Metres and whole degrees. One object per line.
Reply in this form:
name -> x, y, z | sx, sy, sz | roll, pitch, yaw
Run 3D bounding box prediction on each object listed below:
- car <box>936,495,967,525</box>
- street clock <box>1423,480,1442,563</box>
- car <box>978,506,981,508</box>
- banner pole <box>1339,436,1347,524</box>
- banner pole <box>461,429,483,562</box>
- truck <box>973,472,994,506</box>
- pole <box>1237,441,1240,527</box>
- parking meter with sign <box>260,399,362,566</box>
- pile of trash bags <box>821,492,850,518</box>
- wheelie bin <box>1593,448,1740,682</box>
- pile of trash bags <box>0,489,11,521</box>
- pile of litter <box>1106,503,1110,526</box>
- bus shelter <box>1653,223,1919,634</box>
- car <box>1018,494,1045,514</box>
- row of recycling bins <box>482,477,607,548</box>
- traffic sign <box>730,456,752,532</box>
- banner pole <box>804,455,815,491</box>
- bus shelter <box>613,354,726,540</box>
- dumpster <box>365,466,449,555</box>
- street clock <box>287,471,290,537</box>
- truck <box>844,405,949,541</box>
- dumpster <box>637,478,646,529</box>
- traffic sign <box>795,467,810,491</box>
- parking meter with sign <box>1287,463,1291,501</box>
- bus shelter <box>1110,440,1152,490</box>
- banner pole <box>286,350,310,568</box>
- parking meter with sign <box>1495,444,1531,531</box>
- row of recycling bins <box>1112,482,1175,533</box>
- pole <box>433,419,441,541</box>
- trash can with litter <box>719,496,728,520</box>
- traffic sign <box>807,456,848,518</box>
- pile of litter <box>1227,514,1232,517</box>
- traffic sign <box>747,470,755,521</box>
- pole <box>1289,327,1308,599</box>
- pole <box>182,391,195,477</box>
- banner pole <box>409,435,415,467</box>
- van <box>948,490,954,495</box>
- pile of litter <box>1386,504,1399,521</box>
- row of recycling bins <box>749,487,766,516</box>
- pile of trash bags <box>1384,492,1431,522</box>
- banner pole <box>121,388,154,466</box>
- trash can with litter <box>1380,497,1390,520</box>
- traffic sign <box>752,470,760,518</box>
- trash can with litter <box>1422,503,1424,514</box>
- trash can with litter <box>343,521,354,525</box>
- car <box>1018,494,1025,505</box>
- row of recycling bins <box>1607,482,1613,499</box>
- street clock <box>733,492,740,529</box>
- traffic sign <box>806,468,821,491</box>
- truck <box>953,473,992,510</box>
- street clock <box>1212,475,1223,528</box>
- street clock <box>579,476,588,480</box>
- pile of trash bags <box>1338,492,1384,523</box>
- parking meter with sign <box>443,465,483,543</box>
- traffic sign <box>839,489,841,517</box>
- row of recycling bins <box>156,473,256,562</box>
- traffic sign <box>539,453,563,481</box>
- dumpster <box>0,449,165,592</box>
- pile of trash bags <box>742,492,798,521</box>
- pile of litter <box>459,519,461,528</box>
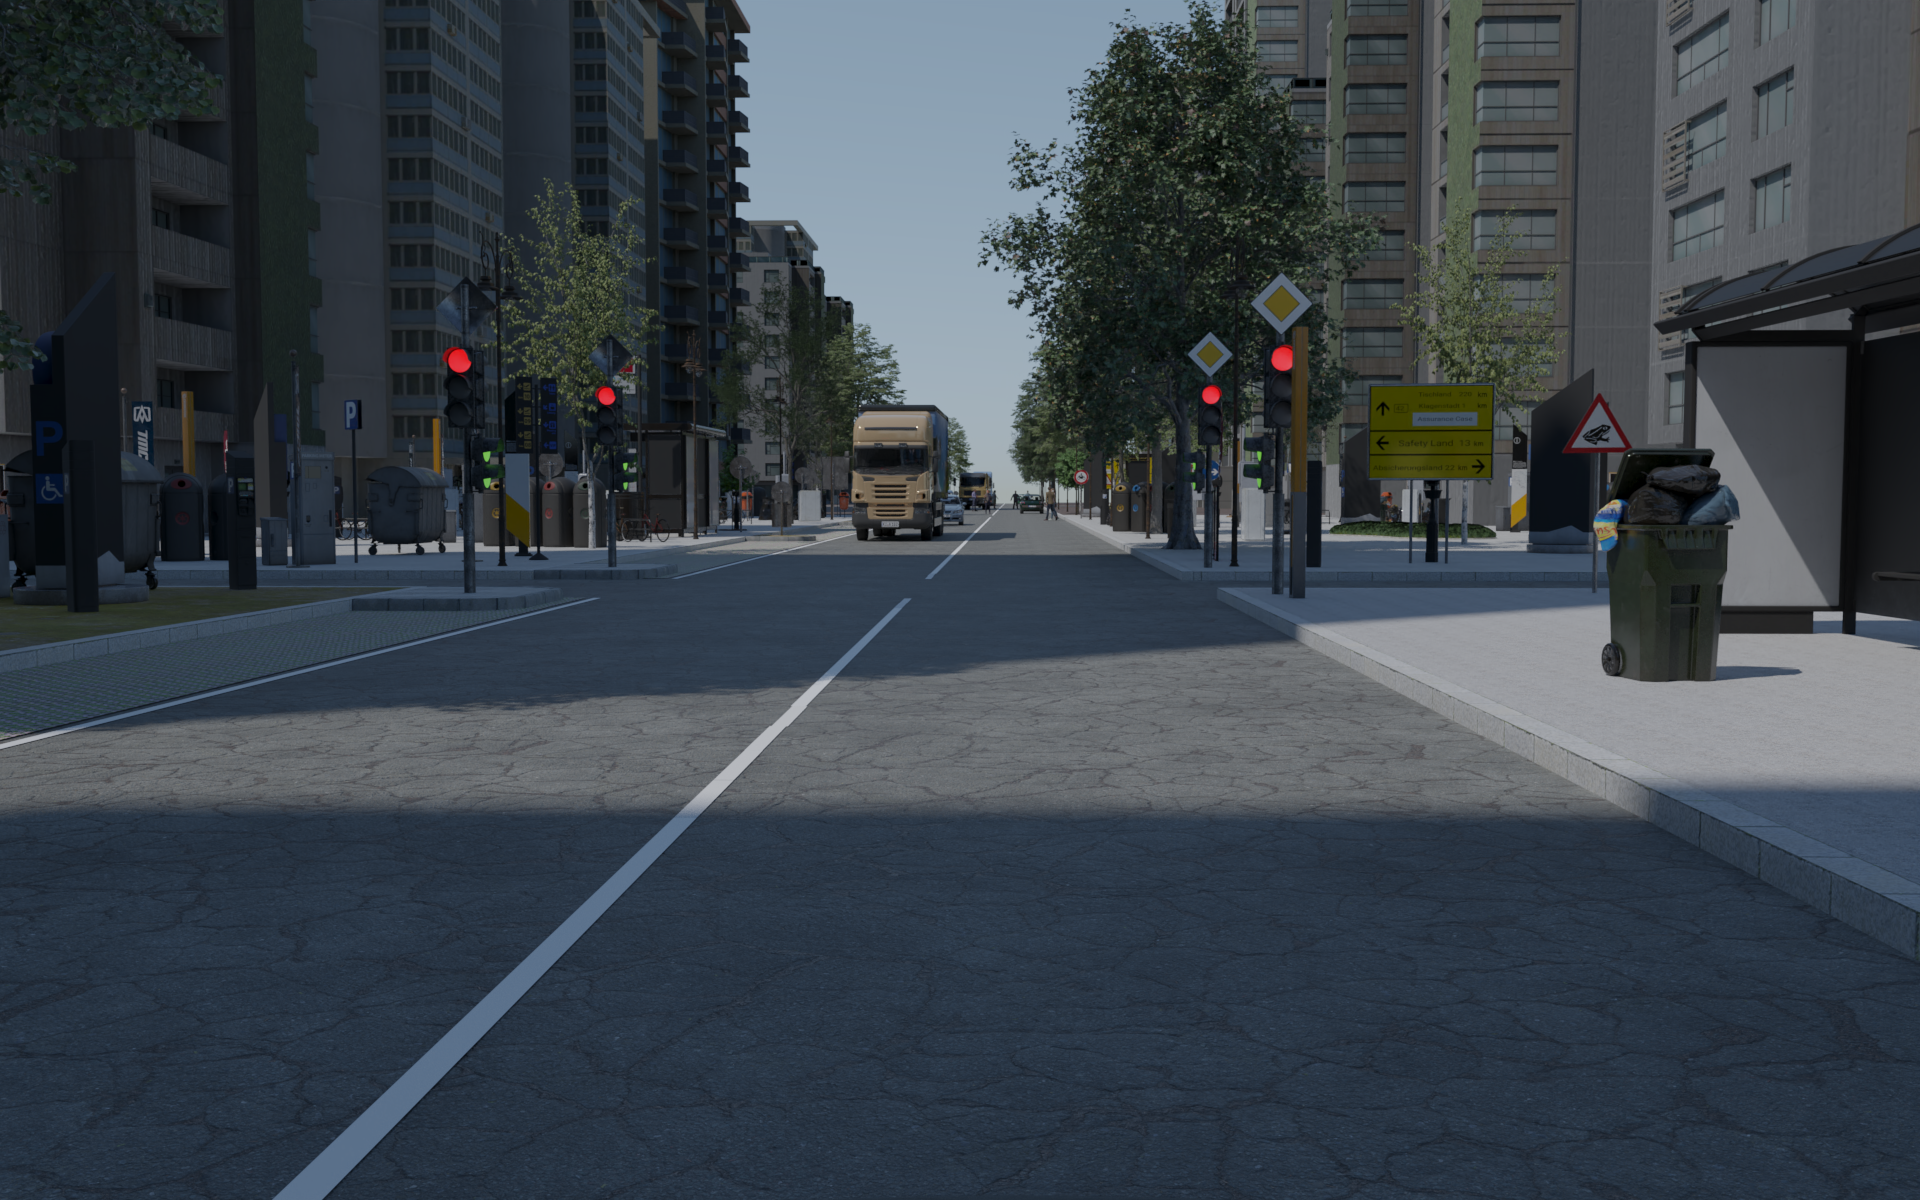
car -> -0.690, -4.194, 80.575 | 2.014, 1.417, 4.499 | 0, 4, 0
street clock -> 8.872, -1.710, 32.521 | 0.471, 2.002, 0.358 | 2, 4, 35
car -> 1.325, -10.454, 181.142 | 2.015, 1.641, 3.980 | 0, 4, 3
banner pole -> 16.351, -5.139, 74.039 | 0.401, 3.779, 0.863 | 2, 4, 34
banner pole -> -9.255, -2.628, 32.982 | 0.401, 3.779, 0.863 | 0, 4, -1
truck -> 2.969, -13.613, 212.329 | 2.967, 4.110, 18.799 | 0, 4, 3
pole -> 10.715, -4.473, 66.979 | 0.158, 3.312, 0.155 | 0, 3, 0
parking meter with sign -> -11.826, -2.159, 31.560 | 1.738, 3.016, 0.543 | -3, 5, -44
pile of trash bags -> -7.563, -5.041, 92.179 | 3.447, 1.369, 1.912 | 0, 4, 2
wheelie bin -> 4.931, -0.251, 12.016 | 0.980, 1.594, 0.693 | 0, 4, -6
pile of trash bags -> -19.185, -1.455, 33.550 | 3.447, 1.369, 1.912 | 2, 4, 27
pile of litter -> 6.551, -3.472, 70.740 | 1.176, 0.858, 1.719 | 2, 4, 31
bus shelter -> 7.343, -1.187, 13.330 | 2.014, 3.302, 5.546 | 0, 4, 2
car -> 5.243, -7.147, 126.646 | 2.009, 1.686, 4.222 | 0, 4, 1
row of recycling bins -> -10.101, -2.141, 42.125 | 3.534, 1.692, 1.069 | 2, 4, 24
traffic sign -> -7.352, -3.545, 58.069 | 0.768, 2.556, 0.104 | 0, 4, 6
banner pole -> -8.877, -6.817, 101.482 | 0.863, 3.779, 0.401 | 1, 4, 19
bus shelter -> -8.901, -4.578, 52.476 | 2.179, 5.291, 8.768 | 0, 4, 2
dumpster -> -11.780, -1.904, 36.886 | 1.264, 1.857, 1.865 | 0, 4, 2
street clock -> -20.224, -2.892, 51.847 | 0.471, 2.002, 0.358 | -2, 4, -24
truck -> -1.874, -4.142, 56.639 | 2.839, 4.237, 11.283 | 0, 4, 2
dumpster -> -10.968, -3.445, 62.092 | 1.264, 1.857, 1.865 | 0, 4, 2
traffic sign -> -7.480, -5.022, 82.208 | 0.768, 2.556, 0.104 | 1, 4, 10
parking meter with sign -> 19.022, -6.247, 98.402 | 0.543, 3.016, 1.738 | 1, 4, 23
bus shelter -> 9.523, -7.085, 93.472 | 2.179, 5.291, 8.768 | 0, 4, 2
banner pole -> -11.442, -2.440, 29.915 | 0.401, 3.779, 0.863 | -2, 4, -28
parking meter with sign -> 19.322, -3.895, 59.952 | 1.738, 3.016, 0.543 | -2, 4, -30
row of recycling bins -> 6.405, -3.119, 58.115 | 1.069, 1.692, 3.534 | -2, 4, -34
pole -> -14.189, -3.254, 47.054 | 0.158, 3.312, 0.155 | 0, 3, 0
trash can with litter -> -11.906, -4.553, 85.830 | 0.624, 1.170, 1.055 | -2, 4, -26
traffic sign -> -7.191, -6.115, 93.847 | 2.265, 3.308, 0.079 | 1, 4, 8
pile of litter -> 15.370, -4.955, 94.980 | 1.176, 0.858, 1.719 | -2, 4, -33
traffic sign -> -9.966, -4.959, 81.187 | 0.768, 2.556, 0.104 | 0, 4, 5
pole -> 4.155, -1.676, 21.249 | 0.158, 3.312, 0.155 | 0, 3, 0
pole -> -15.352, -2.487, 34.509 | 0.158, 3.312, 0.155 | 0, 3, 0
banner pole -> -23.155, -5.093, 73.283 | 0.401, 3.779, 0.863 | 0, 4, 2
van -> -1.366, -10.337, 176.020 | 2.013, 2.044, 4.112 | 0, 4, 1
pile of litter -> 18.382, -3.699, 74.451 | 1.719, 0.858, 1.176 | -3, 4, -36
row of recycling bins -> -11.820, -5.753, 101.172 | 1.069, 1.692, 3.534 | 0, 4, -6
pile of trash bags -> 18.192, -3.607, 68.732 | 1.912, 1.369, 3.447 | 2, 4, 23
banner pole -> -19.501, -3.119, 41.020 | 0.863, 3.779, 0.401 | -1, 4, -11
trash can with litter -> 17.485, -3.750, 72.704 | 1.055, 1.170, 0.624 | -2, 4, -25
traffic sign -> -10.998, -5.613, 91.876 | 0.768, 2.556, 0.104 | 0, 4, 7
trash can with litter -> 18.712, -3.697, 71.830 | 1.055, 1.170, 0.624 | 2, 4, 26
trash can with litter -> -26.314, -3.806, 73.284 | 1.678, 1.210, 2.233 | -2, 4, -28
car -> 7.595, -11.970, 207.506 | 2.131, 1.459, 4.920 | 0, 4, 1
row of recycling bins -> 20.905, -2.919, 54.835 | 1.069, 1.692, 3.534 | 0, 3, 0
street clock -> -8.058, -3.538, 62.411 | 0.358, 2.002, 0.471 | -1, 4, -8
traffic sign -> -7.432, -5.340, 87.308 | 0.884, 2.594, 0.081 | 0, 4, 7
truck -> 1.334, -9.935, 158.360 | 3.469, 3.379, 9.791 | 0, 4, 3
street clock -> 9.761, -3.744, 65.782 | 0.358, 2.002, 0.471 | 2, 4, 34
street clock -> -14.928, -3.946, 69.079 | 0.358, 2.002, 0.471 | 3, 5, 41
pile of trash bags -> 18.676, -4.207, 78.534 | 1.912, 1.369, 3.447 | 3, 5, 40
parking meter with sign -> -12.755, -3.019, 45.620 | 1.738, 3.016, 0.543 | -1, 4, -12
traffic sign -> -6.749, -5.958, 97.520 | 0.768, 2.556, 0.104 | 0, 4, 7
row of recycling bins -> -15.313, -1.580, 32.948 | 3.534, 1.692, 1.069 | -2, 4, -34
traffic sign -> -11.919, -3.076, 50.397 | 0.768, 2.556, 0.104 | 0, 4, 4
dumpster -> -11.366, -1.024, 22.496 | 1.264, 1.857, 1.865 | 0, 4, 2
pile of trash bags -> -9.189, -4.580, 84.641 | 3.447, 1.369, 1.912 | -3, 4, -38
pile of litter -> -18.862, -3.178, 65.933 | 1.719, 0.858, 1.176 | -3, 5, -39
